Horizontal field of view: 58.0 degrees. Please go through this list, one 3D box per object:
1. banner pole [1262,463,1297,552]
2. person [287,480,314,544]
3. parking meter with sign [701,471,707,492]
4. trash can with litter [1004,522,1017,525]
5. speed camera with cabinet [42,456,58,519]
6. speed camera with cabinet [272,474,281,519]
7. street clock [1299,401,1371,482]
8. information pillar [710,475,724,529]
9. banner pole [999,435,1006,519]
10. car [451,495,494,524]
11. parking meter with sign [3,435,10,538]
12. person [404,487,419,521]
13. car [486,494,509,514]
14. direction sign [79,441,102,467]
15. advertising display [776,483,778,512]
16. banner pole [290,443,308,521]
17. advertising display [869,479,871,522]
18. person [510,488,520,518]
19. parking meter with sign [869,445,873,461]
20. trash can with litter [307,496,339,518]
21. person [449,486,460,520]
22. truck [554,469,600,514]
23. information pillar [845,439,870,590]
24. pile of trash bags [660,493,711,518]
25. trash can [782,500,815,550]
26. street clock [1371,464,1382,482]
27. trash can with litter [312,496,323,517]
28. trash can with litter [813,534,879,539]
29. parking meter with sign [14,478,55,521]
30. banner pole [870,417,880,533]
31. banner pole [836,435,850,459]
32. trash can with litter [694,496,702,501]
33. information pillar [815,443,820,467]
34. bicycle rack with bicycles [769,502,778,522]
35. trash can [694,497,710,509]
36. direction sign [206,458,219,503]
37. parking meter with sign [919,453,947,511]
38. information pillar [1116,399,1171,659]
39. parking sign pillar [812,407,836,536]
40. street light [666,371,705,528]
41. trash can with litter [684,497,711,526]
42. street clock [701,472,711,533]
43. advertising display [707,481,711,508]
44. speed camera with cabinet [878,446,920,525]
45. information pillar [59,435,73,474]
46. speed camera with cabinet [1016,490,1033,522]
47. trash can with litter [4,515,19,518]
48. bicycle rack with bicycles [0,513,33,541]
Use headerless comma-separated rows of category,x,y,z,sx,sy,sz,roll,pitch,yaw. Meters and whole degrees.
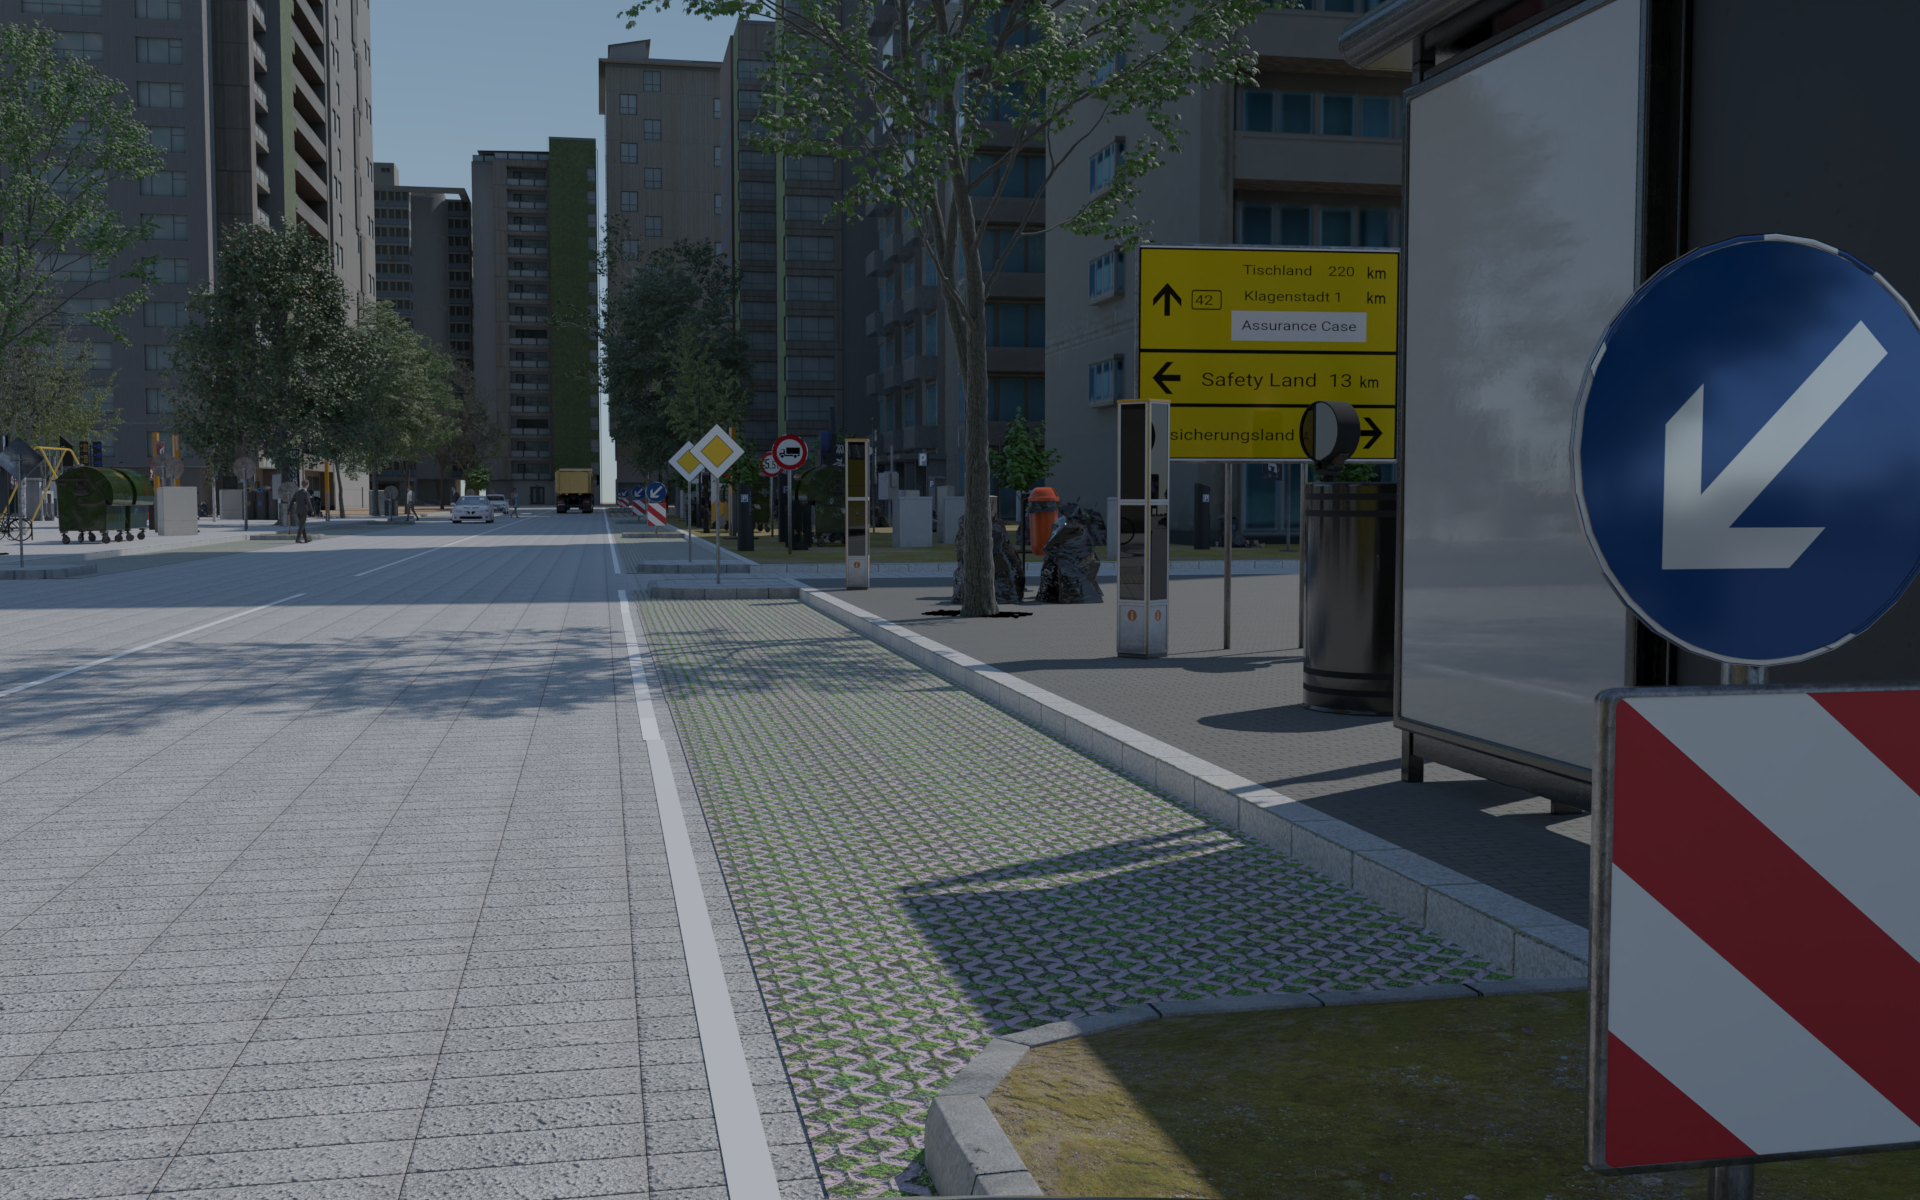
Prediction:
banner pole,7.146,-2.982,38.768,0.863,3.779,0.401,2,4,30
person,-19.032,-2.567,50.250,0.659,1.850,0.755,2,4,27
parking meter with sign,-15.282,-6.554,103.415,0.543,3.016,1.738,-1,4,-9
trash can with litter,1.238,-3.705,71.634,2.233,1.210,1.678,1,4,9
speed camera with cabinet,-47.277,-5.846,89.921,0.660,3.252,2.038,1,4,10
speed camera with cabinet,-30.828,-5.174,78.925,0.660,3.252,2.038,-1,4,-9
street clock,2.877,-0.548,13.531,0.358,2.002,0.471,-2,4,-28
information pillar,-8.957,-4.435,63.873,0.504,3.616,0.183,1,4,9
banner pole,1.943,-5.136,73.986,0.863,3.779,0.401,-1,4,-8
car,-24.137,-4.497,85.895,2.083,1.381,4.827,-1,4,-13
parking meter with sign,-28.753,-3.321,50.559,1.738,3.016,0.543,-3,4,-36
person,-28.910,-5.058,91.297,0.850,1.850,0.679,1,4,16
car,-33.179,-6.826,123.613,2.014,1.417,4.499,-1,4,-11
direction sign,-37.365,-5.047,74.518,0.876,3.537,0.379,-3,5,-41
advertising display,-10.198,-5.838,100.658,0.974,1.923,0.123,0,4,-1
banner pole,-31.969,-5.729,83.680,0.863,3.779,0.401,-3,4,-38
advertising display,-3.862,-4.169,73.370,0.123,1.923,0.974,0,4,1
person,-26.697,-5.816,103.693,0.778,1.811,0.616,2,4,31
parking meter with sign,-3.719,-4.066,62.743,0.543,3.016,1.738,-2,4,-29
trash can with litter,-34.728,-5.036,93.403,2.233,1.210,1.678,-1,4,-10
person,-26.997,-5.155,92.566,0.755,1.850,0.659,-2,4,-32
truck,-29.007,-8.243,130.696,3.469,3.379,9.791,-1,4,-10
information pillar,-1.374,-1.147,23.242,0.304,2.012,0.304,0,4,1
pile of trash bags,-15.435,-5.333,96.945,3.447,1.369,1.912,2,4,27
trash can,-3.694,-1.708,39.578,0.748,1.137,0.748,0,3,0
street clock,9.996,-2.281,41.860,0.358,2.002,0.471,0,4,-6
trash can with litter,-35.772,-5.189,96.225,0.624,1.170,1.055,0,4,-6
trash can with litter,-3.498,-2.379,49.957,2.233,1.210,1.678,0,4,3
parking meter with sign,-44.107,-5.269,82.416,1.738,3.016,0.543,-1,4,-9
banner pole,-2.765,-4.052,56.260,0.401,3.779,0.863,-1,4,-12
banner pole,-4.962,-5.111,73.576,0.863,3.779,0.401,0,4,0
trash can with litter,-12.400,-4.523,85.014,2.233,1.210,1.678,0,4,-5
information pillar,-6.026,-5.081,74.434,0.504,3.616,0.183,3,5,43
bicycle rack with bicycles,-9.470,-4.125,80.832,2.925,0.926,2.852,-1,4,-22
trash can,-11.538,-4.027,77.489,0.748,1.137,0.748,0,3,0
direction sign,-42.910,-6.571,99.440,0.876,3.537,0.379,1,4,18
parking meter with sign,-0.933,-4.759,74.078,1.738,3.016,0.543,-3,5,-42
information pillar,1.436,-0.555,13.570,0.304,2.012,0.304,3,5,41
parking sign pillar,-4.013,-3.946,52.989,1.447,3.967,1.447,0,4,-7
street light,-10.401,-5.686,65.514,1.470,5.913,1.316,-1,4,-12
trash can with litter,-10.438,-3.519,68.919,1.055,1.170,0.624,1,4,12
street clock,-8.258,-3.169,56.378,0.358,2.002,0.471,0,4,-1
advertising display,-12.176,-4.986,86.732,0.974,1.923,0.123,-1,4,-22
speed camera with cabinet,-2.518,-4.731,71.683,0.660,3.252,2.038,3,4,38
information pillar,-35.216,-4.706,68.297,0.504,3.616,0.183,0,4,-3
speed camera with cabinet,3.622,-5.202,79.395,2.038,3.252,0.660,0,4,-6
trash can with litter,-51.019,-5.105,94.525,2.233,1.210,1.678,-2,4,-34
bicycle rack with bicycles,-26.574,-2.064,47.126,2.925,0.926,2.852,0,4,6
